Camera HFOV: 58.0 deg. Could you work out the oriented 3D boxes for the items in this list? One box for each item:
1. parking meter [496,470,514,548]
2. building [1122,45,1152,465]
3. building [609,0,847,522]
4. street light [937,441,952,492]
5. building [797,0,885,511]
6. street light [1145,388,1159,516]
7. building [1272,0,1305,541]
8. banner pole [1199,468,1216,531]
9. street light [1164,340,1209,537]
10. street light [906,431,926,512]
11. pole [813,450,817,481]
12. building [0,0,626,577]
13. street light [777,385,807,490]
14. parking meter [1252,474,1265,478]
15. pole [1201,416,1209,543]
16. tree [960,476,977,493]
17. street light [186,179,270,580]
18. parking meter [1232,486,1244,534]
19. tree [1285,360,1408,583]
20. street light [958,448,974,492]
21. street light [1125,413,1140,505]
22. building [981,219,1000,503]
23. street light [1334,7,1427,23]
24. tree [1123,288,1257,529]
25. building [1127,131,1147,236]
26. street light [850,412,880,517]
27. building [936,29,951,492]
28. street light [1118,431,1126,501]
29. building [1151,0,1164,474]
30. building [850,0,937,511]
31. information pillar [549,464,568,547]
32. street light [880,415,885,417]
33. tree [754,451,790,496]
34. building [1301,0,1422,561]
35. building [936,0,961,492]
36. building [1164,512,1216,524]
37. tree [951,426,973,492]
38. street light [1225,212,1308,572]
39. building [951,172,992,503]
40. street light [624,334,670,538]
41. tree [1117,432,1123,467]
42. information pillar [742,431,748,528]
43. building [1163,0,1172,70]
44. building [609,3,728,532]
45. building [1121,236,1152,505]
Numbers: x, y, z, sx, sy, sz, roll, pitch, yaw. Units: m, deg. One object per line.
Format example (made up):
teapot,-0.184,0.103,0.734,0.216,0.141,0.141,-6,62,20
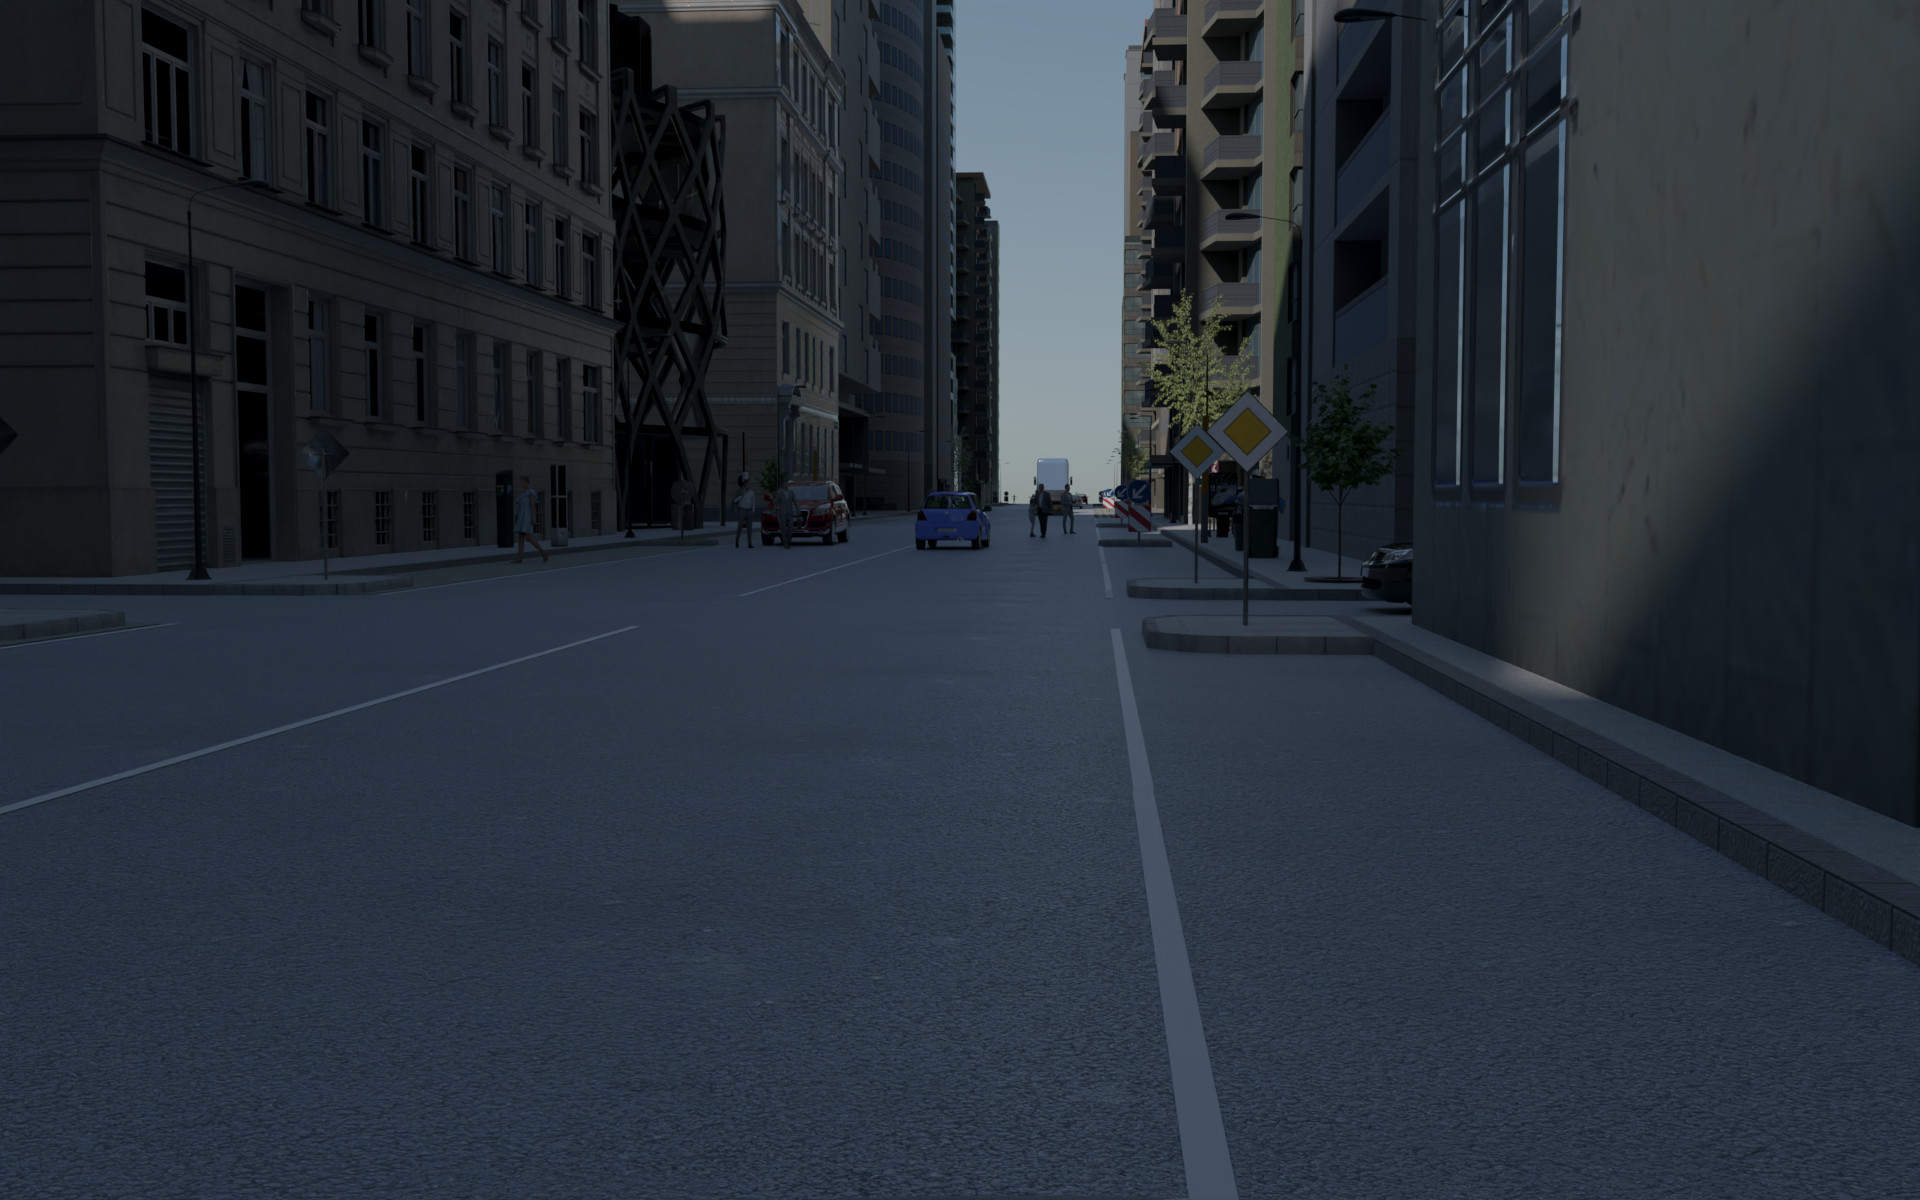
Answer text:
parking meter,-10.885,-2.184,41.414,0.255,1.863,0.399,1,4,20
building,32.141,-42.014,228.931,21.231,58.520,28.212,0,4,4
building,-13.776,-18.537,88.989,13.634,28.700,20.117,0,4,4
street light,-1.406,-10.875,150.349,1.470,5.913,1.316,0,4,4
building,-19.947,-32.191,115.560,28.713,52.752,27.495,0,4,4
street light,8.813,-6.320,75.872,1.470,5.913,1.316,0,4,4
building,16.472,-17.171,52.450,14.160,30.474,14.107,0,4,4
banner pole,8.610,-4.289,60.143,0.863,3.779,0.401,0,4,-5
street light,6.902,-4.877,52.275,1.470,5.913,1.316,0,4,4
street light,-3.213,-9.431,126.744,1.470,5.913,1.316,0,4,4
pole,-6.729,-5.306,80.603,0.158,3.312,0.155,0,3,0
building,-19.204,-12.683,40.646,16.112,22.955,30.059,0,4,4
street light,-7.235,-6.209,74.051,1.470,5.913,1.316,0,4,4
parking meter,8.750,-2.754,50.732,0.399,1.863,0.255,0,4,-6
pole,6.403,-3.146,45.278,0.158,3.312,0.155,0,3,0
tree,0.986,-12.009,190.953,1.663,3.219,1.824,0,3,0
street light,-10.885,-3.256,25.772,1.470,5.913,1.316,0,4,4
parking meter,8.870,-2.868,55.298,0.372,1.533,0.369,0,3,0
tree,5.544,-1.869,25.152,1.663,3.219,1.824,0,3,0
street light,0.409,-12.320,173.978,1.470,5.913,1.316,0,4,4
street light,10.418,-7.765,99.492,1.470,5.913,1.316,0,4,4
building,-1.626,-34.769,252.059,14.154,41.232,14.086,0,4,4
street light,4.270,-2.699,16.675,1.470,5.913,1.316,0,4,4
tree,8.645,-6.886,62.956,4.737,8.622,4.395,0,3,0
building,27.160,-34.151,208.483,14.600,45.320,14.200,0,4,4
street light,-5.478,-7.654,97.681,1.470,5.913,1.316,0,4,4
building,-8.335,-31.525,165.542,14.600,45.320,14.200,0,4,4
street light,12.653,-9.524,128.257,1.470,5.913,1.316,0,4,4
building,28.447,-33.125,130.840,28.713,52.752,27.495,0,4,4
building,-13.662,-36.810,143.842,21.231,58.520,28.212,0,4,4
information pillar,-9.772,-2.306,42.191,0.304,2.012,0.304,3,5,43
street light,-5.108,-7.946,102.461,1.470,5.913,1.316,0,4,4
tree,-8.491,-5.095,77.912,1.663,3.219,1.824,0,3,0
building,21.788,-29.941,31.539,28.212,58.520,21.231,0,4,4
building,-10.604,-54.221,199.182,22.319,86.520,31.000,0,4,4
building,19.925,-26.095,81.270,22.147,44.769,28.867,0,4,4
tree,-0.443,-13.915,177.865,4.360,8.622,3.978,0,3,0
street light,5.067,-3.433,28.672,1.470,5.913,1.316,0,4,4
building,-7.297,-35.219,230.457,22.147,44.769,28.867,0,4,4
street light,-9.113,-4.765,50.452,1.470,5.913,1.316,0,4,4
tree,18.408,-14.243,183.230,4.737,8.622,4.395,0,3,0
information pillar,-8.056,-4.506,65.022,0.183,3.616,0.504,1,4,8
building,20.183,-28.178,110.823,14.600,45.320,14.200,0,4,4
building,-17.519,-12.083,65.007,16.820,18.784,16.811,0,4,4
building,25.321,-25.858,194.473,14.160,30.474,14.107,0,4,4
